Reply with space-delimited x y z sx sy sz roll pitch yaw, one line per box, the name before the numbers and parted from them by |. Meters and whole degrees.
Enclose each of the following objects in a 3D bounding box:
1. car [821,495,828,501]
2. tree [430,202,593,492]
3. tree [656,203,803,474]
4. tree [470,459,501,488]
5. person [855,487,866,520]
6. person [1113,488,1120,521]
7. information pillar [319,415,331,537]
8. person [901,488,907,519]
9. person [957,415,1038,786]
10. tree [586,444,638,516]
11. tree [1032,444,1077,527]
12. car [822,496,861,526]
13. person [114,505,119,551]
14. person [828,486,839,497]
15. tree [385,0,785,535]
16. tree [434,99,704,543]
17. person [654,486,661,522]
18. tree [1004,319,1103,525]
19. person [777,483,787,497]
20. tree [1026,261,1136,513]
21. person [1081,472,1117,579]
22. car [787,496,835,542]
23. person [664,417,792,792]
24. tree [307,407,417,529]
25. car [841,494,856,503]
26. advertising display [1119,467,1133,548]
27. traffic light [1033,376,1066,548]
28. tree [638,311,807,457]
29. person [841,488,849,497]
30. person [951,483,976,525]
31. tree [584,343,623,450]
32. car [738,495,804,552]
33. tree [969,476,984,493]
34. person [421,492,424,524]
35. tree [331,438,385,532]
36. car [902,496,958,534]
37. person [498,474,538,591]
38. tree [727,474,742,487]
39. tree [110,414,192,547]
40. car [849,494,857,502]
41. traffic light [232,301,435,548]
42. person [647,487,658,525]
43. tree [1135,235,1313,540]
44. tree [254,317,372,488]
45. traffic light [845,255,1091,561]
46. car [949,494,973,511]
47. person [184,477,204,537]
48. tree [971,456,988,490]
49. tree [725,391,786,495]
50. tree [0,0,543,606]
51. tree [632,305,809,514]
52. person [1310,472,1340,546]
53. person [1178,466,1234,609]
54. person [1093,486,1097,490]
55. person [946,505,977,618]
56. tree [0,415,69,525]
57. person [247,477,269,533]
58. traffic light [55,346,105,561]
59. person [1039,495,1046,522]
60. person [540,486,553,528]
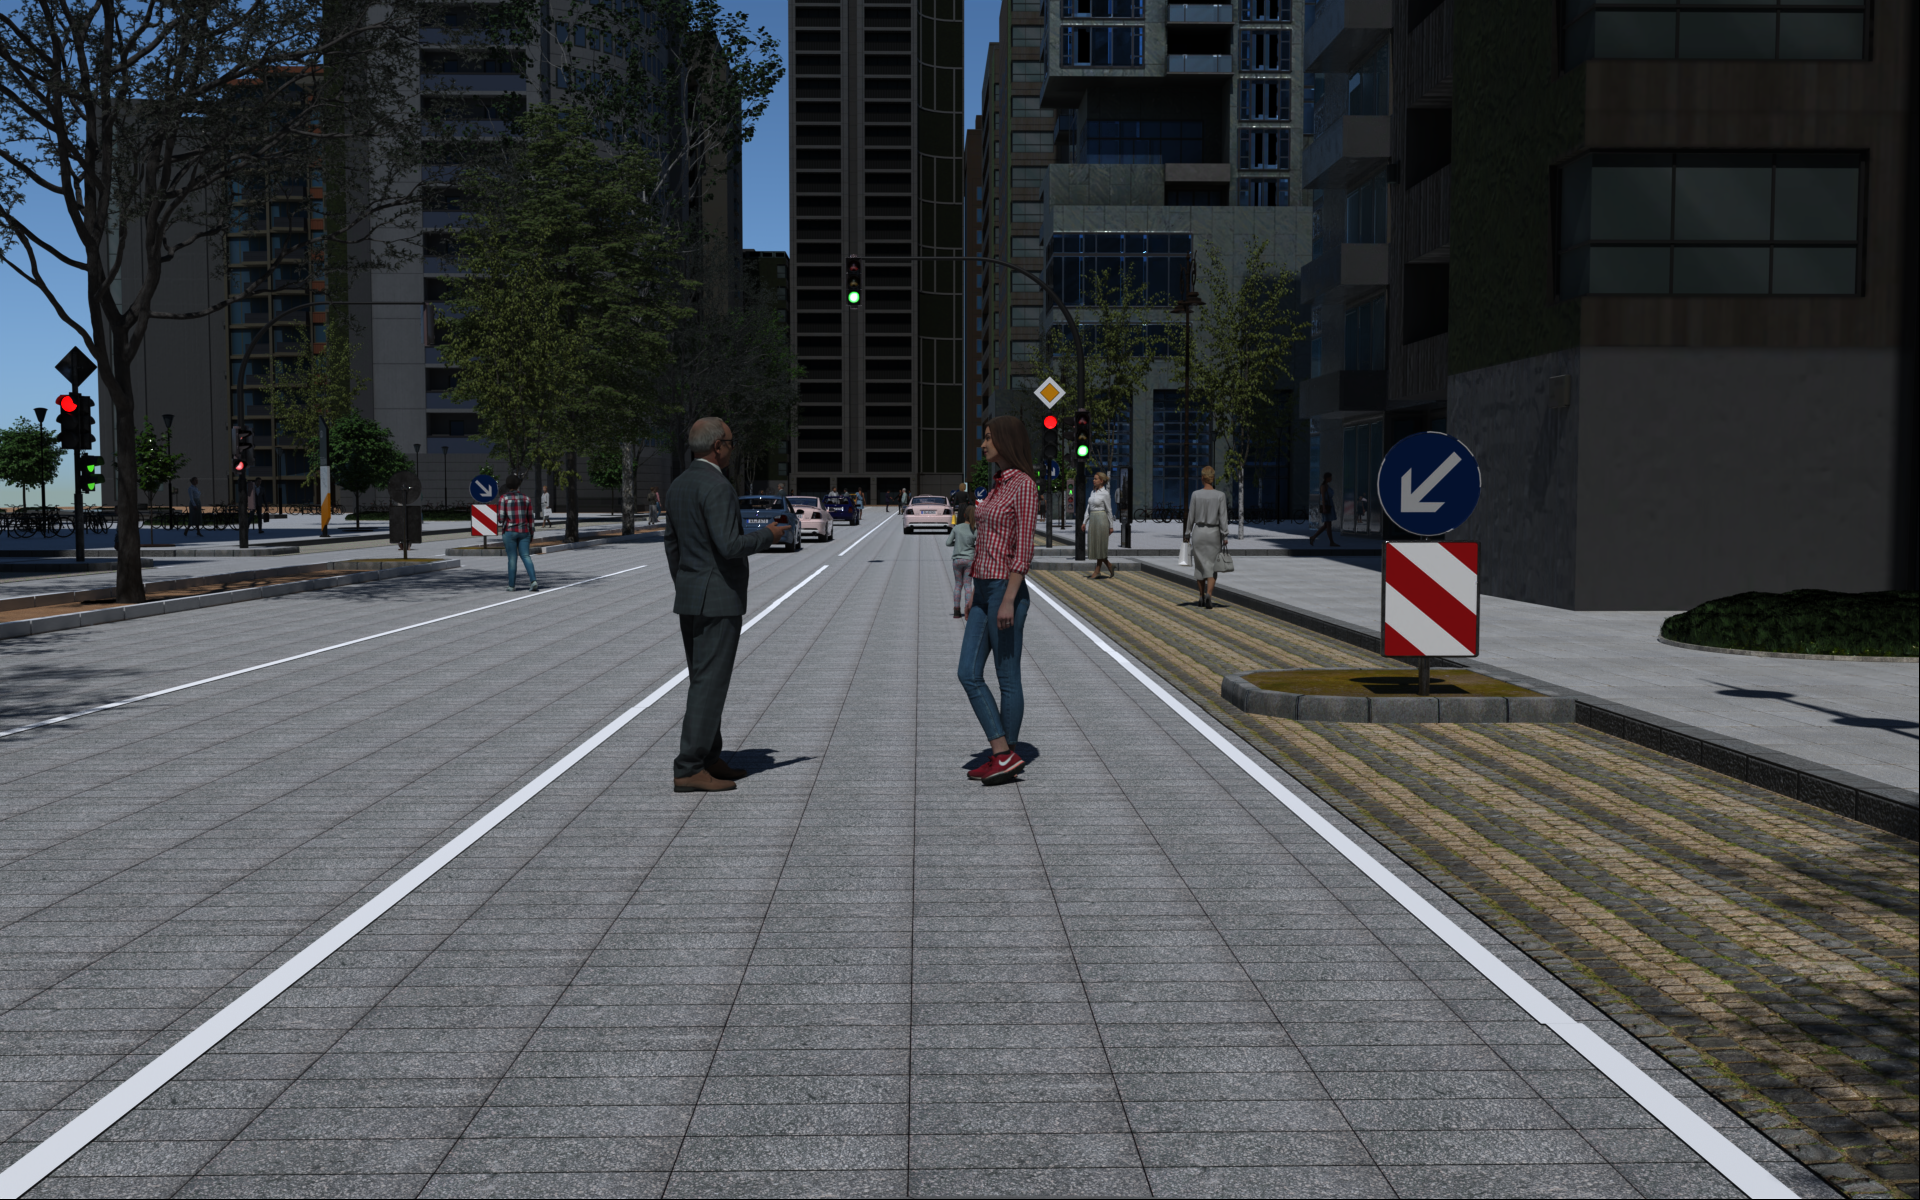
car | -9.766 -7.439 133.633 2.014 1.417 4.499 0 4 0
tree | -10.984 -5.503 42.796 4.737 8.622 4.395 0 3 0
tree | -11.688 -9.786 72.834 12.009 13.543 11.850 0 3 0
tree | -26.332 -6.205 96.059 1.663 3.219 1.824 0 3 0
person | -5.539 -5.368 96.356 0.616 1.811 0.778 0 4 3
person | 7.583 -4.647 81.869 0.661 1.843 0.795 3 4 37
information pillar | -18.844 -3.672 51.390 0.183 3.616 0.504 -3 5 -44
person | -3.184 -5.612 100.743 0.515 1.767 0.782 0 4 0
person | 0.182 -0.010 8.670 0.388 1.821 0.555 -2 4 -32
tree | -20.599 -7.259 102.391 4.285 4.588 4.351 0 3 0
tree | 3.933 -4.465 67.608 1.663 3.219 1.824 0 3 0
car | -5.557 -4.089 79.439 1.945 1.354 3.894 0 4 1
person | -16.940 -1.323 35.138 0.505 1.210 0.382 3 5 45
person | -6.794 -5.172 92.903 0.661 1.843 0.795 -2 4 -29
tree | -12.722 -12.346 60.198 12.611 20.169 13.585 0 3 0
tree | -11.386 -7.935 50.328 7.486 12.596 7.792 0 3 0
person | -15.534 -4.914 88.853 0.555 1.821 0.388 2 4 31
tree | 4.186 -7.436 71.948 4.360 8.622 3.978 0 3 0
person | -6.346 -3.179 60.648 0.590 1.801 0.661 1 4 17
tree | 4.493 -6.386 54.781 4.737 8.622 4.395 0 3 0
person | 2.373 -1.241 29.021 0.641 1.798 0.478 -2 4 -27
car | -4.881 -2.471 52.769 2.083 1.381 4.827 0 4 -1
person | -1.151 0.013 8.466 0.590 1.801 0.661 -2 4 -34
tree | -22.312 -4.928 64.292 4.285 4.588 4.351 0 3 0
car | -10.554 -8.956 158.425 2.014 1.417 4.499 0 3 0
advertising display | 3.960 -2.208 41.310 0.123 1.923 0.974 0 4 -7
traffic light | 2.116 -3.206 41.343 0.839 4.253 0.868 0 4 -1
tree | -11.427 -8.927 82.818 8.767 10.594 7.601 0 4 -1
person | -7.186 -6.108 108.542 0.466 1.800 0.511 0 4 7
person | 0.403 -2.979 57.418 1.509 1.804 0.699 3 4 38
tree | -20.871 -11.342 111.195 9.928 11.665 9.643 0 3 0
car | -4.977 -1.950 43.883 2.014 1.417 4.499 0 4 -2
tree | 1.649 -10.252 162.218 1.663 3.219 1.824 0 3 0
person | -23.425 -4.170 74.573 0.623 1.781 0.721 0 4 -3
tree | -20.826 -3.978 59.635 1.663 3.219 1.824 0 3 0
car | -1.091 -3.110 63.208 2.083 1.381 4.827 0 4 0
person | -6.523 -0.988 25.491 0.563 1.720 0.643 -2 4 -35
tree | -22.072 -10.548 167.065 1.663 3.219 1.824 0 3 0
tree | -19.809 -2.904 42.081 1.663 3.219 1.824 0 3 0
car | -11.026 -10.406 180.368 2.015 1.641 3.980 0 4 0
traffic light | -14.851 -4.056 40.979 4.771 5.953 1.251 0 4 -1
person | -13.912 -4.254 78.603 0.519 1.759 0.362 2 4 30
tree | 7.678 -6.008 48.588 4.737 8.622 4.395 0 3 0
tree | -26.432 -7.388 71.154 4.737 8.622 4.395 0 3 0
traffic light | 0.207 -3.578 33.171 4.771 5.953 1.251 0 4 -1
car | 0.003 -7.204 127.567 2.009 1.686 4.222 0 4 -2
person | -23.178 -2.817 52.324 0.641 1.798 0.478 1 4 16
tree | 2.496 -8.422 121.412 4.285 4.588 4.351 0 3 0
tree | -12.186 -9.054 100.844 4.360 8.622 3.978 0 3 0
tree | -10.815 -6.684 22.108 12.009 13.543 11.850 0 3 0
tree | -11.922 -10.075 92.933 9.928 11.665 9.643 0 3 0
person | 8.889 -2.207 42.217 0.778 1.811 0.616 2 4 30
person | 3.047 -0.780 21.614 0.694 1.780 0.624 2 4 29
person | 6.548 -4.699 83.624 0.466 1.731 0.760 1 4 19
person | 0.045 -0.439 19.961 0.425 1.301 0.394 -1 4 -9
tree | -38.992 -5.418 72.292 4.285 4.588 4.351 0 3 0
person | -22.917 -3.083 56.421 0.822 1.834 0.622 3 5 41
traffic light | -16.759 -2.691 32.914 0.839 4.253 0.868 0 4 -1
person | 3.833 -4.241 80.050 0.362 1.253 0.373 1 4 17
person | -17.449 -3.930 73.108 0.624 1.780 0.694 -2 4 -32
